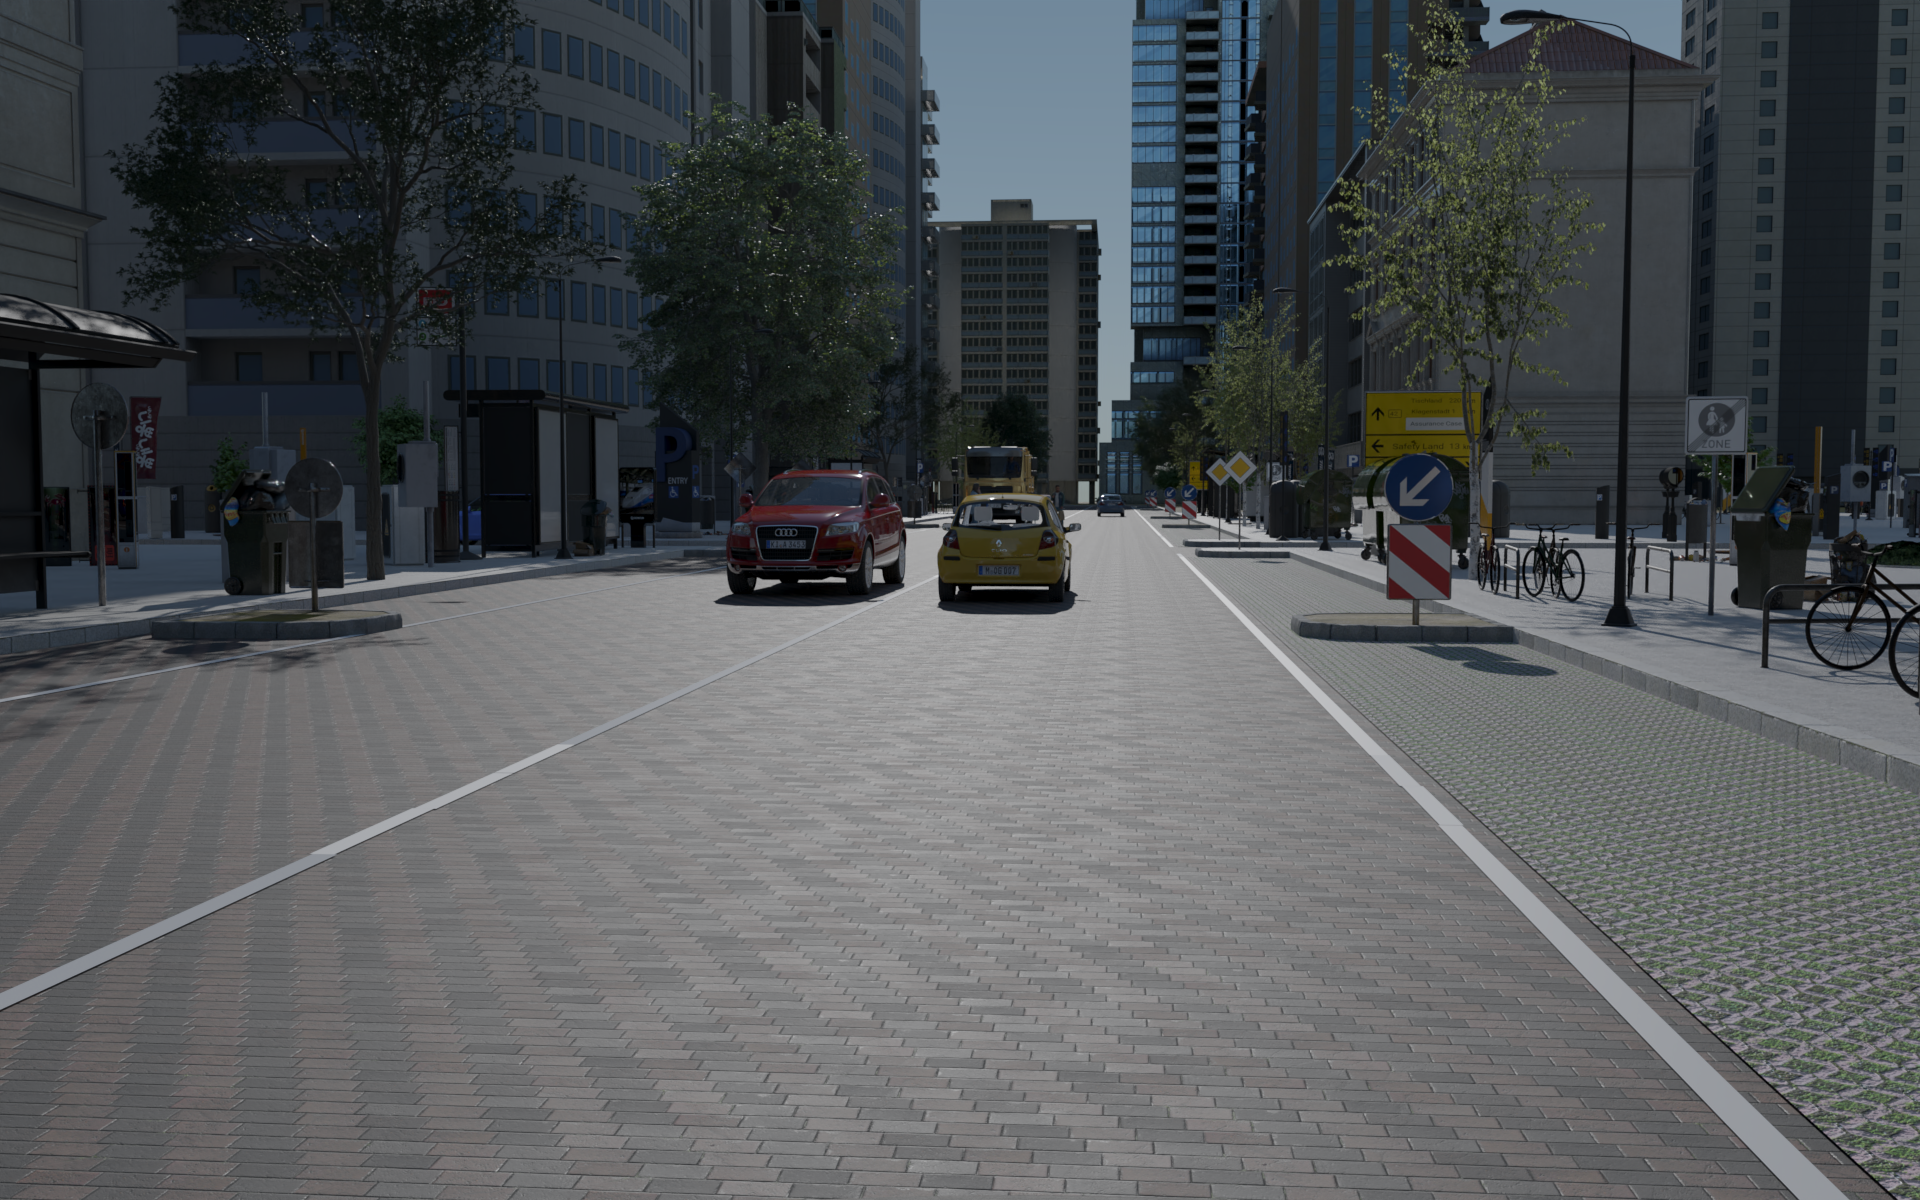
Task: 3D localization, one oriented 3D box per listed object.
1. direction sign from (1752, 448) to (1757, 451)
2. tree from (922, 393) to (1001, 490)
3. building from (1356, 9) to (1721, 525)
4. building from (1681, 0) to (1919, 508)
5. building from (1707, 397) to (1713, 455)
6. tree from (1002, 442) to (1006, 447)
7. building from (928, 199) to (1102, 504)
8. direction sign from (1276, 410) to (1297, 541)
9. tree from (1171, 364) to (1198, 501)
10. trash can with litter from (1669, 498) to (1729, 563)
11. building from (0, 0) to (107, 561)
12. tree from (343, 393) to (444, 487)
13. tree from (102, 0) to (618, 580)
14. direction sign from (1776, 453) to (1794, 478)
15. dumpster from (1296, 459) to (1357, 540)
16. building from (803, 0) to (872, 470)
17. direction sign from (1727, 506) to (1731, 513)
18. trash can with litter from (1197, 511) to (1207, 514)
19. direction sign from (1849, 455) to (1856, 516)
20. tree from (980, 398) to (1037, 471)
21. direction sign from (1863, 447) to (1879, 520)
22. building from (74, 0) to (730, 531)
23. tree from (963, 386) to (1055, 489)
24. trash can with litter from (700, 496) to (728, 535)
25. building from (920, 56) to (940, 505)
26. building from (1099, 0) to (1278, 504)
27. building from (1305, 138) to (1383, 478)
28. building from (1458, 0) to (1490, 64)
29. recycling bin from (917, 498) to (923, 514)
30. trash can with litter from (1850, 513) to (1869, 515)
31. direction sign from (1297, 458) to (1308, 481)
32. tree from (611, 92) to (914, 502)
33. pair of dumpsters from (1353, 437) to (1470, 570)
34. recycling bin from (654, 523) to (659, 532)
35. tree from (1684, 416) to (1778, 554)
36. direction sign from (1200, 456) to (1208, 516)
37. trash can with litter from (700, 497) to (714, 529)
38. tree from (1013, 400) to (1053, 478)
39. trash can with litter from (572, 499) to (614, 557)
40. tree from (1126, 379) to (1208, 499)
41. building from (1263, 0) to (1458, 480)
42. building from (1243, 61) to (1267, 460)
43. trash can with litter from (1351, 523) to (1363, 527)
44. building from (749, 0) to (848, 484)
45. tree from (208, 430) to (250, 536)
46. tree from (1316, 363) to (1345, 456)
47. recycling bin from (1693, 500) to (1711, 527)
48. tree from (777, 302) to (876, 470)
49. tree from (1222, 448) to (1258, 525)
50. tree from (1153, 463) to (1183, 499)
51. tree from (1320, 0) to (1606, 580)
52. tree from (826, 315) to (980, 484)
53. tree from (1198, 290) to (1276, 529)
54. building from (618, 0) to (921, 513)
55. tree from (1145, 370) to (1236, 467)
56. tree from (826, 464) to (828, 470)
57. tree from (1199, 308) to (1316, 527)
[{"bbox_3d":[39.081,-5.750,86.016,0.379,3.537,0.876,-3,4,-38],"label":"direction sign"},{"bbox_3d":[-0.511,-10.578,123.304,4.737,8.622,4.395,0,3,0],"label":"tree"},{"bbox_3d":[25.732,-14.969,80.902,11.583,22.565,21.152,0,4,5],"label":"building"},{"bbox_3d":[83.007,-44.956,173.288,20.611,71.187,20.563,0,4,5],"label":"building"},{"bbox_3d":[78.541,-36.746,220.402,30.456,49.044,23.786,0,4,5],"label":"building"},{"bbox_3d":[1.585,-11.822,143.644,4.737,8.622,4.395,0,3,0],"label":"tree"},{"bbox_3d":[6.756,-32.972,230.972,23.993,40.220,32.217,0,4,5],"label":"building"},{"bbox_3d":[8.843,-3.387,47.369,0.379,3.537,0.876,0,4,-2],"label":"direction sign"},{"bbox_3d":[13.232,-8.169,83.920,4.360,8.622,3.978,0,3,0],"label":"tree"},{"bbox_3d":[14.547,-1.364,33.361,2.233,1.210,1.678,-2,4,-27],"label":"trash can with litter"},{"bbox_3d":[-31.746,-11.860,27.190,30.059,22.955,16.112,0,4,5],"label":"building"},{"bbox_3d":[-18.220,-4.429,56.132,4.285,4.588,4.351,0,3,0],"label":"tree"},{"bbox_3d":[-8.888,-5.558,25.289,8.767,10.594,7.601,1,4,21],"label":"tree"},{"bbox_3d":[45.954,-6.394,96.540,0.876,3.537,0.379,3,4,39],"label":"direction sign"},{"bbox_3d":[10.344,-2.839,48.915,1.502,2.255,1.985,0,4,5],"label":"dumpster"},{"bbox_3d":[-14.577,-29.463,131.834,14.600,45.320,14.200,0,4,5],"label":"building"},{"bbox_3d":[51.497,-7.575,115.844,0.379,3.537,0.876,0,4,-7],"label":"direction sign"},{"bbox_3d":[16.122,-6.244,113.152,2.233,1.210,1.678,3,5,44],"label":"trash can with litter"},{"bbox_3d":[51.376,-6.583,99.628,0.379,3.537,0.876,3,4,37],"label":"direction sign"},{"bbox_3d":[4.076,-14.278,167.859,7.601,10.594,8.767,2,4,28],"label":"tree"},{"bbox_3d":[44.384,-5.654,84.445,0.379,3.537,0.876,-1,4,-20],"label":"direction sign"},{"bbox_3d":[-22.159,-32.443,72.450,21.231,58.520,28.212,0,4,5],"label":"building"},{"bbox_3d":[5.407,-16.340,184.174,9.611,12.733,9.660,0,3,0],"label":"tree"},{"bbox_3d":[-7.572,-2.631,54.079,2.233,1.210,1.678,1,4,11],"label":"trash can with litter"},{"bbox_3d":[-17.743,-34.372,181.598,30.456,49.044,23.786,0,4,5],"label":"building"},{"bbox_3d":[33.748,-55.666,222.816,31.000,86.520,22.319,0,4,5],"label":"building"},{"bbox_3d":[29.948,-17.557,106.117,14.314,24.678,30.058,0,4,5],"label":"building"},{"bbox_3d":[32.971,-29.798,137.302,14.600,45.320,14.200,0,4,5],"label":"building"},{"bbox_3d":[-2.790,-5.813,107.600,0.722,1.027,0.722,3,4,36],"label":"recycling bin"},{"bbox_3d":[55.525,-5.784,105.629,1.678,1.210,2.233,-2,4,-32],"label":"trash can with litter"},{"bbox_3d":[21.745,-7.227,110.154,0.876,3.537,0.379,3,5,43],"label":"direction sign"},{"bbox_3d":[-6.386,-9.154,56.317,9.857,13.997,8.962,0,3,0],"label":"tree"},{"bbox_3d":[8.220,-1.771,31.450,1.574,2.255,4.437,0,4,5],"label":"pair of dumpsters"},{"bbox_3d":[-9.553,-2.709,56.851,0.722,1.027,0.722,2,4,27],"label":"recycling bin"},{"bbox_3d":[16.778,-2.610,37.275,1.663,3.219,1.824,0,3,0],"label":"tree"},{"bbox_3d":[14.392,-6.746,102.296,0.379,3.537,0.876,3,4,38],"label":"direction sign"},{"bbox_3d":[-9.355,-3.172,63.253,0.624,1.170,1.055,-2,4,-27],"label":"trash can with litter"},{"bbox_3d":[6.963,-16.983,195.801,7.486,12.596,7.792,0,3,0],"label":"tree"},{"bbox_3d":[-7.622,-1.499,35.898,0.624,1.170,1.055,0,4,8],"label":"trash can with litter"},{"bbox_3d":[23.360,-17.582,194.123,9.857,13.997,8.962,0,3,0],"label":"tree"},{"bbox_3d":[34.293,-30.692,151.918,14.600,45.320,14.200,0,4,5],"label":"building"},{"bbox_3d":[39.980,-31.750,173.733,22.147,44.769,28.867,0,4,5],"label":"building"},{"bbox_3d":[15.272,-3.522,68.636,1.678,1.210,2.233,-1,4,-16],"label":"trash can with litter"},{"bbox_3d":[-14.706,-20.251,102.802,14.160,30.474,14.107,0,4,5],"label":"building"},{"bbox_3d":[-22.312,-3.561,52.829,1.663,3.219,1.824,0,3,0],"label":"tree"},{"bbox_3d":[19.036,-8.891,95.723,4.737,8.622,4.395,0,3,0],"label":"tree"},{"bbox_3d":[29.438,-3.427,68.580,0.722,1.027,0.722,2,4,29],"label":"recycling bin"},{"bbox_3d":[-5.424,-6.979,64.462,4.737,8.622,4.395,0,3,0],"label":"tree"},{"bbox_3d":[11.916,-4.798,73.052,1.663,3.219,1.824,0,3,0],"label":"tree"},{"bbox_3d":[20.605,-11.474,171.307,4.285,4.588,4.351,0,3,0],"label":"tree"},{"bbox_3d":[7.558,-4.595,25.492,4.360,8.622,3.978,0,3,0],"label":"tree"},{"bbox_3d":[-3.568,-9.348,87.249,8.767,10.594,7.601,0,3,0],"label":"tree"},{"bbox_3d":[11.185,-6.910,63.344,4.360,8.622,3.978,0,3,0],"label":"tree"},{"bbox_3d":[-15.501,-37.395,153.410,21.231,58.520,28.212,0,4,5],"label":"building"},{"bbox_3d":[17.316,-12.001,130.622,7.601,10.594,8.767,-2,4,-25],"label":"tree"},{"bbox_3d":[-6.933,-6.168,95.442,1.663,3.219,1.824,0,3,0],"label":"tree"},{"bbox_3d":[11.279,-7.196,68.016,4.737,8.622,4.395,0,3,0],"label":"tree"}]
